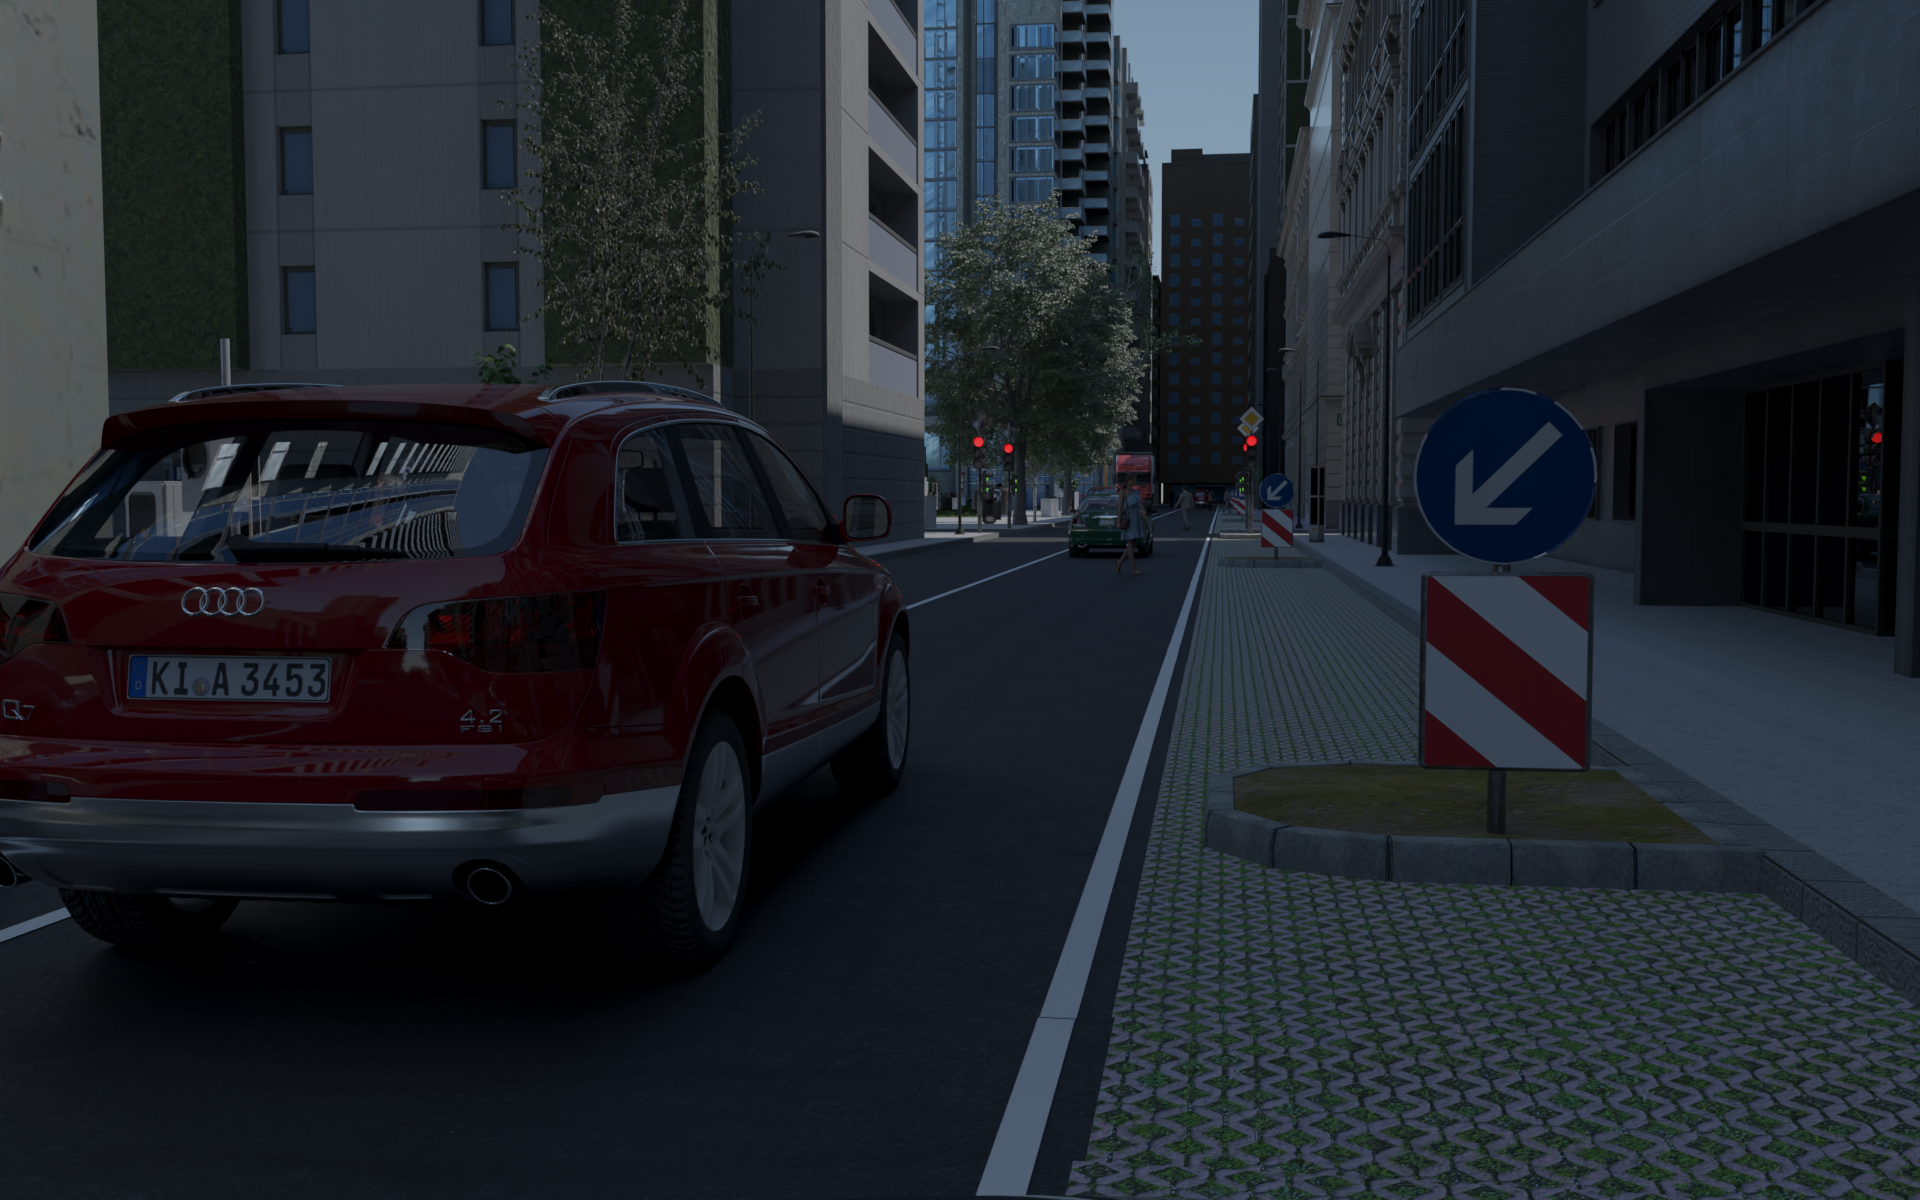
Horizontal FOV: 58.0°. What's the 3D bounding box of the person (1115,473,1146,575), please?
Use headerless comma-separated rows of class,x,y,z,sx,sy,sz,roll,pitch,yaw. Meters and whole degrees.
person,2.976,-1.358,30.790,0.616,1.811,0.778,-2,4,-35

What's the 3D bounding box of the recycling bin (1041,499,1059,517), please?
recycling bin,4.939,-5.065,95.371,0.722,1.027,0.722,3,5,43

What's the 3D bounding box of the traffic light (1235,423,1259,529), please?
traffic light,10.529,-4.563,63.527,0.839,4.253,0.868,1,4,9

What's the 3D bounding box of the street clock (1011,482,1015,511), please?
street clock,2.734,-4.970,85.834,0.471,2.002,0.358,0,4,2

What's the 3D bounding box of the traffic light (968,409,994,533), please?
traffic light,0.669,-4.159,56.922,0.839,4.253,0.868,1,4,9

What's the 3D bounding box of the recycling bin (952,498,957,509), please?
recycling bin,-0.572,-6.487,118.609,0.722,1.027,0.722,0,4,-2

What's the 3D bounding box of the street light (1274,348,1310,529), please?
street light,10.853,-5.061,55.287,1.470,5.913,1.316,1,4,9

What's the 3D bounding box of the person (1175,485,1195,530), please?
person,9.026,-3.700,69.273,0.678,1.792,0.850,-2,4,-25

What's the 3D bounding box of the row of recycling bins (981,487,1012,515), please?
row of recycling bins,2.373,-6.012,105.414,1.069,1.692,3.534,1,4,16

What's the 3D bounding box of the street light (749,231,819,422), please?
street light,-3.174,-3.563,30.793,1.470,5.913,1.316,1,4,9

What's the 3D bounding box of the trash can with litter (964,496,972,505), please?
trash can with litter,0.870,-7.525,134.414,1.055,1.170,0.624,-1,4,-17

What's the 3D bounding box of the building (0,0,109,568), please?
building,-19.648,-42.063,0.395,22.319,86.520,31.000,1,4,9

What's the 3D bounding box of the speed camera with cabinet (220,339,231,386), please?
speed camera with cabinet,-10.020,-1.716,22.395,2.038,3.252,0.660,3,4,36

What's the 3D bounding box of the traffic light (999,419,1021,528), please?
traffic light,1.863,-4.642,64.817,0.839,4.253,0.868,1,4,9

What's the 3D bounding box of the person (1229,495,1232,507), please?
person,26.856,-9.906,170.462,1.348,1.824,0.705,-3,4,-39

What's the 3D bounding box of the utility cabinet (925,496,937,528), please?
utility cabinet,-1.202,-3.320,65.445,0.306,1.237,1.020,1,4,20

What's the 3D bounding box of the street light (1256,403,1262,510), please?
street light,15.816,-7.098,88.597,1.470,5.913,1.316,1,4,9

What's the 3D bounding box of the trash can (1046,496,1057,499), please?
trash can,6.043,-6.296,114.588,0.748,1.137,0.748,0,3,0

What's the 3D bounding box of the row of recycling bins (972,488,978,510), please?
row of recycling bins,1.511,-6.226,108.913,1.069,1.692,3.534,1,4,13

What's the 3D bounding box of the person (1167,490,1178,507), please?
person,22.835,-10.867,186.196,1.348,1.821,0.705,2,4,33

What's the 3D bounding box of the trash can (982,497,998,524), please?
trash can,1.266,-3.872,74.957,0.748,1.137,0.748,0,3,0

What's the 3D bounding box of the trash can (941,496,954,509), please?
trash can,-0.761,-5.681,104.536,0.748,1.137,0.748,0,3,0

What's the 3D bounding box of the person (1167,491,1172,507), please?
person,23.131,-11.117,190.273,0.705,1.822,1.348,2,4,35

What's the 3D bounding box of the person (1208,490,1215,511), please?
person,21.031,-8.348,145.081,0.705,1.812,1.348,-1,4,-13

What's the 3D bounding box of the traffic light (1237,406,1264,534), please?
traffic light,9.334,-4.080,55.631,0.839,4.253,0.868,1,4,9

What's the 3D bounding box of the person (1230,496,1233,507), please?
person,29.353,-10.888,187.239,1.217,1.743,0.721,3,4,38

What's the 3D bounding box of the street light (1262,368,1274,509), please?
street light,12.032,-5.600,64.104,1.470,5.913,1.316,1,4,9

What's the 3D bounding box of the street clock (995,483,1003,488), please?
street clock,2.567,-6.689,113.933,0.471,2.002,0.358,-3,5,-41

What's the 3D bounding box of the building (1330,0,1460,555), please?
building,15.367,-13.179,44.355,11.050,23.489,19.941,1,4,9

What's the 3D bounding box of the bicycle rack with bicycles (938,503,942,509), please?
bicycle rack with bicycles,-2.302,-6.817,124.837,2.925,0.926,2.852,1,4,11

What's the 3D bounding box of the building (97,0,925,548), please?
building,-15.549,-30.856,46.499,28.212,58.520,21.231,1,4,9

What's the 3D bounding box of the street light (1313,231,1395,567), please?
street light,7.013,-3.557,30.698,1.470,5.913,1.316,1,4,9

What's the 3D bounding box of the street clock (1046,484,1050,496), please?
street clock,6.149,-7.136,121.236,0.358,2.002,0.471,1,4,9

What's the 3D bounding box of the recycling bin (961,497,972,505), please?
recycling bin,0.540,-7.744,139.176,0.722,1.027,0.722,1,4,20

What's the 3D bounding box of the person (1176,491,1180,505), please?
person,26.240,-12.241,209.171,0.617,1.759,0.750,3,4,37

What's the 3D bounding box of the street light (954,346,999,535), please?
street light,0.528,-5.025,54.697,1.470,5.913,1.316,1,4,9

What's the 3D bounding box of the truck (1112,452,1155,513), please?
truck,11.922,-7.884,117.818,2.839,4.237,11.283,0,4,7

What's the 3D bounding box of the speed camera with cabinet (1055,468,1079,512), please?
speed camera with cabinet,7.572,-7.868,122.983,0.660,3.252,2.038,3,5,43

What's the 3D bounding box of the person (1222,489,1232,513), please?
person,20.158,-7.463,130.620,0.850,1.850,0.679,-1,4,-10
